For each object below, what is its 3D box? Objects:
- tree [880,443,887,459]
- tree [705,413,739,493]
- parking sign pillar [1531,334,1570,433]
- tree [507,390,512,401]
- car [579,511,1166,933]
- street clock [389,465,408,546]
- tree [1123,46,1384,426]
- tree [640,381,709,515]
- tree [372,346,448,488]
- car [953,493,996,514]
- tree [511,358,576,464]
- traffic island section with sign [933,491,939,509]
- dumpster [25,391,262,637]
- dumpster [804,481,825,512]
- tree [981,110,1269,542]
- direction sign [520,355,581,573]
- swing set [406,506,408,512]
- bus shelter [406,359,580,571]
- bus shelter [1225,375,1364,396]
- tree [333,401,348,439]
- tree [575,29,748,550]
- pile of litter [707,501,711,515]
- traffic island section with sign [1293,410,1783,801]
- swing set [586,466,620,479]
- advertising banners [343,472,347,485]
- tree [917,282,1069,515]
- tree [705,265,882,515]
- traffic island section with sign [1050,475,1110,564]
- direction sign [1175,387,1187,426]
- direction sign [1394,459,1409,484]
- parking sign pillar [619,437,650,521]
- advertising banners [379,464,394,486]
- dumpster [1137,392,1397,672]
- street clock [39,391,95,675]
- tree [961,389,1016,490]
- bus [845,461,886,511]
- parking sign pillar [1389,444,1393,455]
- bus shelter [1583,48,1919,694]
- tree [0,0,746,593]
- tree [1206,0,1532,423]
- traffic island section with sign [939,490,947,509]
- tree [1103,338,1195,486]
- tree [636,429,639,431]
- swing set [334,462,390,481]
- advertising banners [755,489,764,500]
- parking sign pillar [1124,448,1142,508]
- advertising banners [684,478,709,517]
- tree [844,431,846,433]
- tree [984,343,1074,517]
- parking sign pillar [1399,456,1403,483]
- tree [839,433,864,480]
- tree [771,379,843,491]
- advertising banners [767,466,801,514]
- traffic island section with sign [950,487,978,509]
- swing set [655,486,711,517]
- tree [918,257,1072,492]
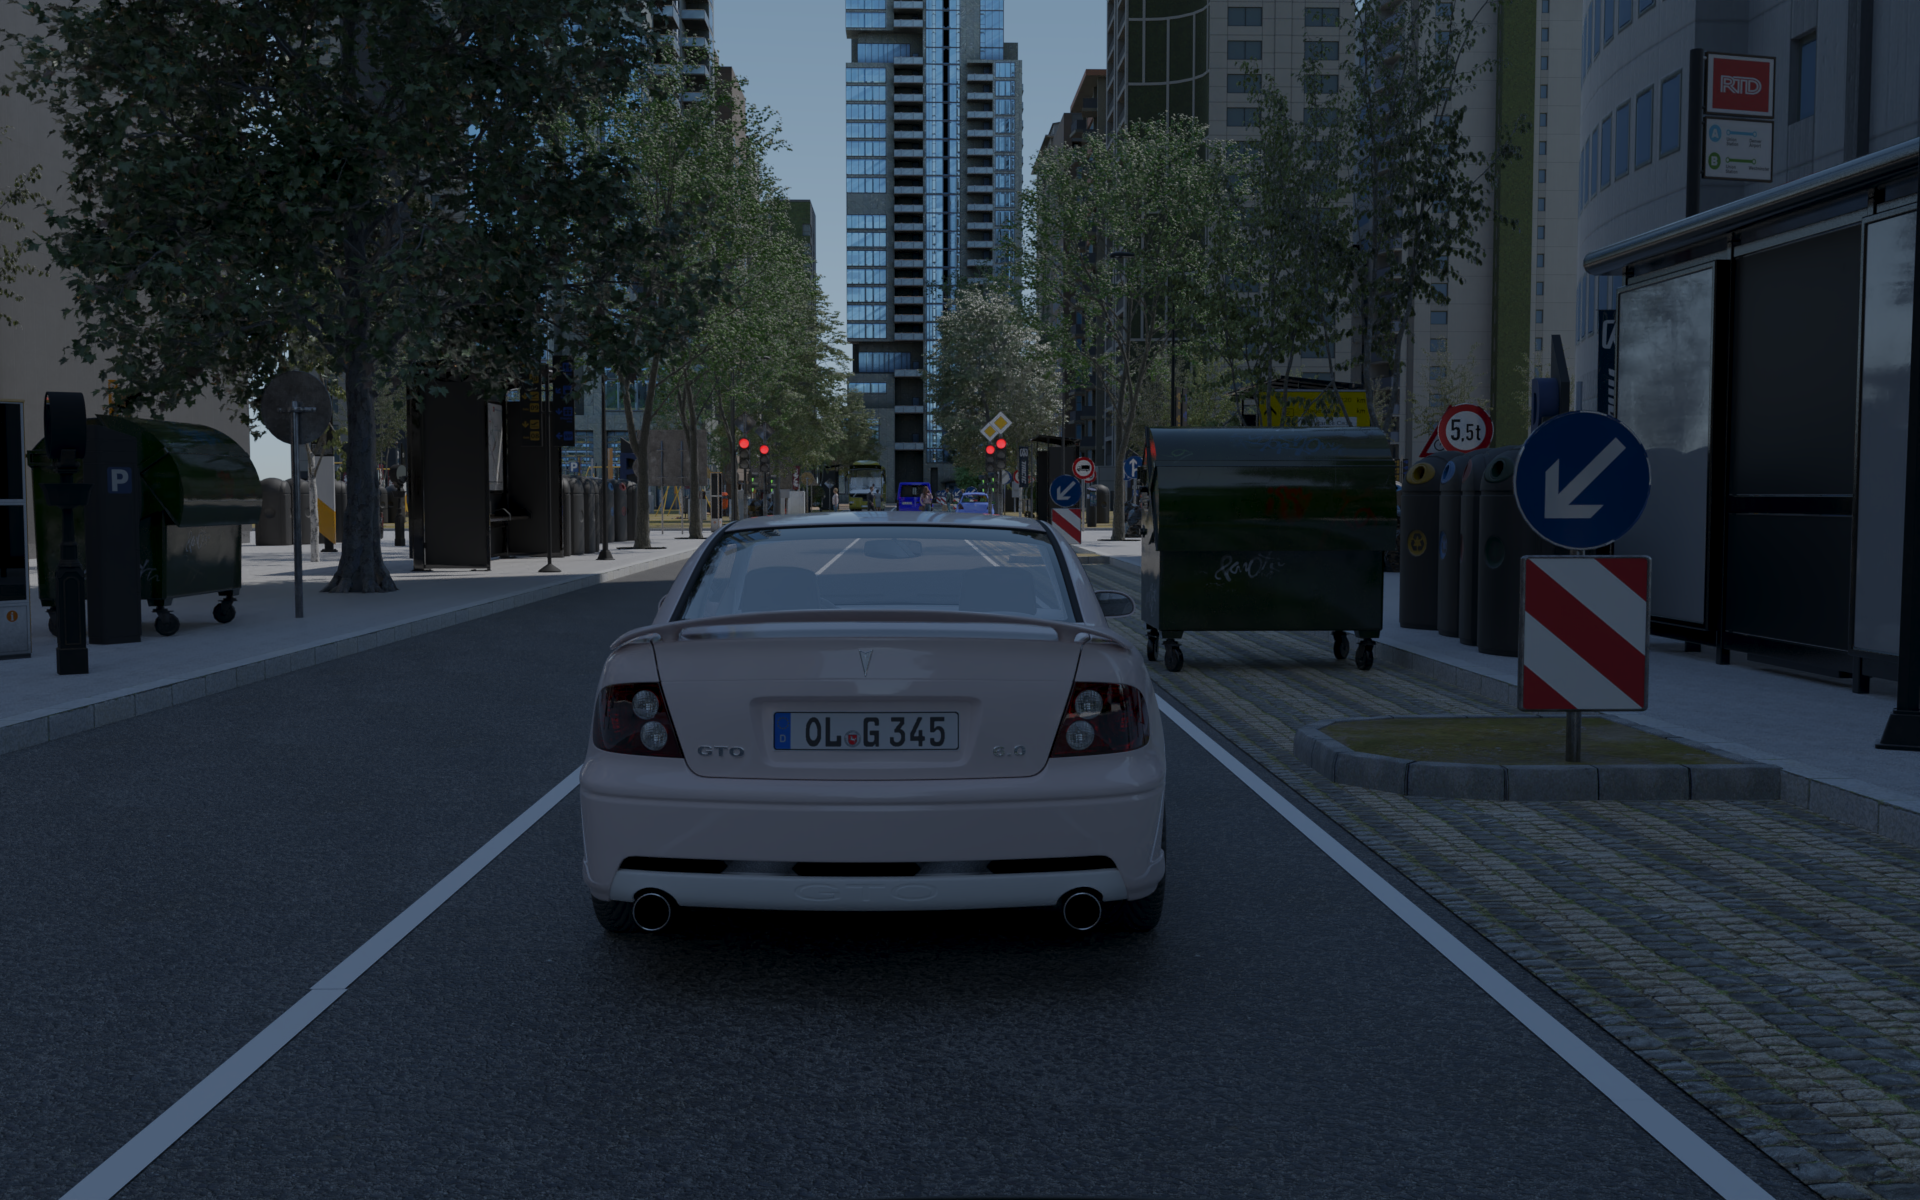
[{"bbox_3d":[-12.832,-16.557,205.115,8.767,10.594,7.601,0,4,-1],"label":"tree"},{"bbox_3d":[-18.837,-11.440,137.403,4.737,8.622,4.395,0,3,0],"label":"tree"},{"bbox_3d":[9.796,-2.463,28.747,1.447,3.967,1.447,1,4,12],"label":"parking sign pillar"},{"bbox_3d":[-26.738,-8.976,97.117,4.360,8.622,3.978,0,3,0],"label":"tree"},{"bbox_3d":[-0.271,0.325,7.043,2.083,1.381,4.827,0,4,0],"label":"car"},{"bbox_3d":[-13.786,-2.325,42.580,0.358,2.002,0.471,1,4,19],"label":"street clock"},{"bbox_3d":[5.112,-4.807,28.950,4.737,8.622,4.395,0,3,0],"label":"tree"},{"bbox_3d":[-17.558,-9.650,108.136,4.360,8.622,3.978,0,3,0],"label":"tree"},{"bbox_3d":[-21.284,-7.267,69.172,4.360,8.622,3.978,0,3,0],"label":"tree"},{"bbox_3d":[0.656,-4.210,78.423,1.945,1.707,3.694,0,4,-1],"label":"car"},{"bbox_3d":[-21.656,-8.446,88.448,4.737,8.622,4.395,0,3,0],"label":"tree"},{"bbox_3d":[-1.694,-9.785,168.618,1.989,1.847,2.006,0,4,-2],"label":"traffic island section with sign"},{"bbox_3d":[-7.671,-0.844,16.296,1.502,2.255,1.985,0,4,-2],"label":"dumpster"},{"bbox_3d":[-10.514,-7.501,125.130,1.502,2.255,1.985,0,4,-2],"label":"dumpster"},{"bbox_3d":[4.500,-7.413,46.961,9.928,11.665,9.643,0,3,0],"label":"tree"},{"bbox_3d":[-6.740,-2.223,28.344,0.876,3.537,0.379,0,4,-4],"label":"direction sign"},{"bbox_3d":[-35.853,-6.643,106.228,3.119,2.851,2.862,-2,4,-35],"label":"swing set"},{"bbox_3d":[-8.412,-2.476,31.767,1.731,3.624,6.357,0,4,-2],"label":"bus shelter"},{"bbox_3d":[7.121,-2.820,37.383,1.731,3.624,6.357,0,4,-1],"label":"bus shelter"},{"bbox_3d":[-30.212,-8.547,90.113,4.360,8.622,3.978,0,3,0],"label":"tree"},{"bbox_3d":[-7.455,-6.979,39.870,9.928,11.665,9.643,0,3,0],"label":"tree"},{"bbox_3d":[-15.185,-5.563,104.916,1.719,0.858,1.176,0,4,8],"label":"pile of litter"},{"bbox_3d":[2.821,-0.022,8.980,1.989,1.847,2.006,0,4,-2],"label":"traffic island section with sign"},{"bbox_3d":[-19.847,-6.166,98.438,3.119,2.851,2.862,2,4,29],"label":"swing set"},{"bbox_3d":[-49.859,-8.702,138.471,2.074,3.025,0.090,-1,4,-22],"label":"advertising banners"},{"bbox_3d":[2.206,-12.046,103.604,9.857,13.997,8.962,0,3,0],"label":"tree"},{"bbox_3d":[-8.633,-10.087,83.041,7.486,12.596,7.792,0,3,0],"label":"tree"},{"bbox_3d":[2.043,-1.690,36.259,1.989,1.847,2.006,0,4,-2],"label":"traffic island section with sign"},{"bbox_3d":[4.718,-2.754,37.020,0.379,3.537,0.876,1,4,23],"label":"direction sign"},{"bbox_3d":[28.273,-7.280,111.022,0.876,3.537,0.379,1,4,21],"label":"direction sign"},{"bbox_3d":[-15.434,-5.714,81.898,1.447,3.967,1.447,1,4,8],"label":"parking sign pillar"},{"bbox_3d":[-33.868,-6.508,102.596,0.090,3.025,2.074,1,4,11],"label":"advertising banners"},{"bbox_3d":[2.473,-0.573,14.324,1.985,2.255,1.502,0,4,-2],"label":"dumpster"},{"bbox_3d":[-6.344,-0.474,12.322,0.358,2.002,0.471,-2,4,-33],"label":"street clock"},{"bbox_3d":[2.675,-10.057,114.801,4.737,8.622,4.395,0,3,0],"label":"tree"},{"bbox_3d":[-6.973,-8.516,130.776,2.896,3.916,12.252,0,4,-1],"label":"bus"},{"bbox_3d":[22.460,-6.379,92.761,1.447,3.967,1.447,1,4,10],"label":"parking sign pillar"},{"bbox_3d":[6.481,-2.185,13.361,2.179,5.291,8.768,0,4,-2],"label":"bus shelter"},{"bbox_3d":[-7.891,-6.460,22.634,9.611,12.733,9.660,0,3,0],"label":"tree"},{"bbox_3d":[5.151,-4.349,21.463,4.360,8.622,3.978,0,3,0],"label":"tree"},{"bbox_3d":[-0.287,-6.732,118.699,1.989,1.847,2.006,0,4,-2],"label":"traffic island section with sign"},{"bbox_3d":[8.863,-7.973,80.726,4.360,8.622,3.978,0,3,0],"label":"tree"},{"bbox_3d":[-22.252,-10.974,129.790,4.360,8.622,3.978,0,3,0],"label":"tree"},{"bbox_3d":[-30.332,-5.364,85.324,3.119,2.851,2.862,1,4,19],"label":"swing set"},{"bbox_3d":[-14.656,-8.122,128.974,2.074,3.025,0.090,0,4,8],"label":"advertising banners"},{"bbox_3d":[9.889,-6.648,97.168,1.447,3.967,1.447,1,4,20],"label":"parking sign pillar"},{"bbox_3d":[-13.735,-5.858,91.974,2.074,3.025,0.090,0,4,-3],"label":"advertising banners"},{"bbox_3d":[-10.549,-11.010,130.372,4.737,8.622,4.395,0,3,0],"label":"tree"},{"bbox_3d":[3.178,-8.230,84.929,4.360,8.622,3.978,0,3,0],"label":"tree"},{"bbox_3d":[30.961,-8.199,122.533,1.447,3.967,1.447,2,4,29],"label":"parking sign pillar"},{"bbox_3d":[-12.062,-15.166,198.318,4.360,8.622,3.978,0,3,0],"label":"tree"},{"bbox_3d":[-10.137,-9.831,111.094,4.737,8.622,4.395,0,3,0],"label":"tree"},{"bbox_3d":[-10.869,-6.783,107.094,2.074,3.025,0.090,0,4,6],"label":"advertising banners"},{"bbox_3d":[0.478,-5.084,91.754,1.989,1.847,2.006,0,4,-2],"label":"traffic island section with sign"},{"bbox_3d":[-15.756,-6.229,99.472,2.862,2.851,3.119,0,4,4],"label":"swing set"},{"bbox_3d":[2.816,-17.173,136.671,12.611,20.169,13.585,0,3,0],"label":"tree"}]
